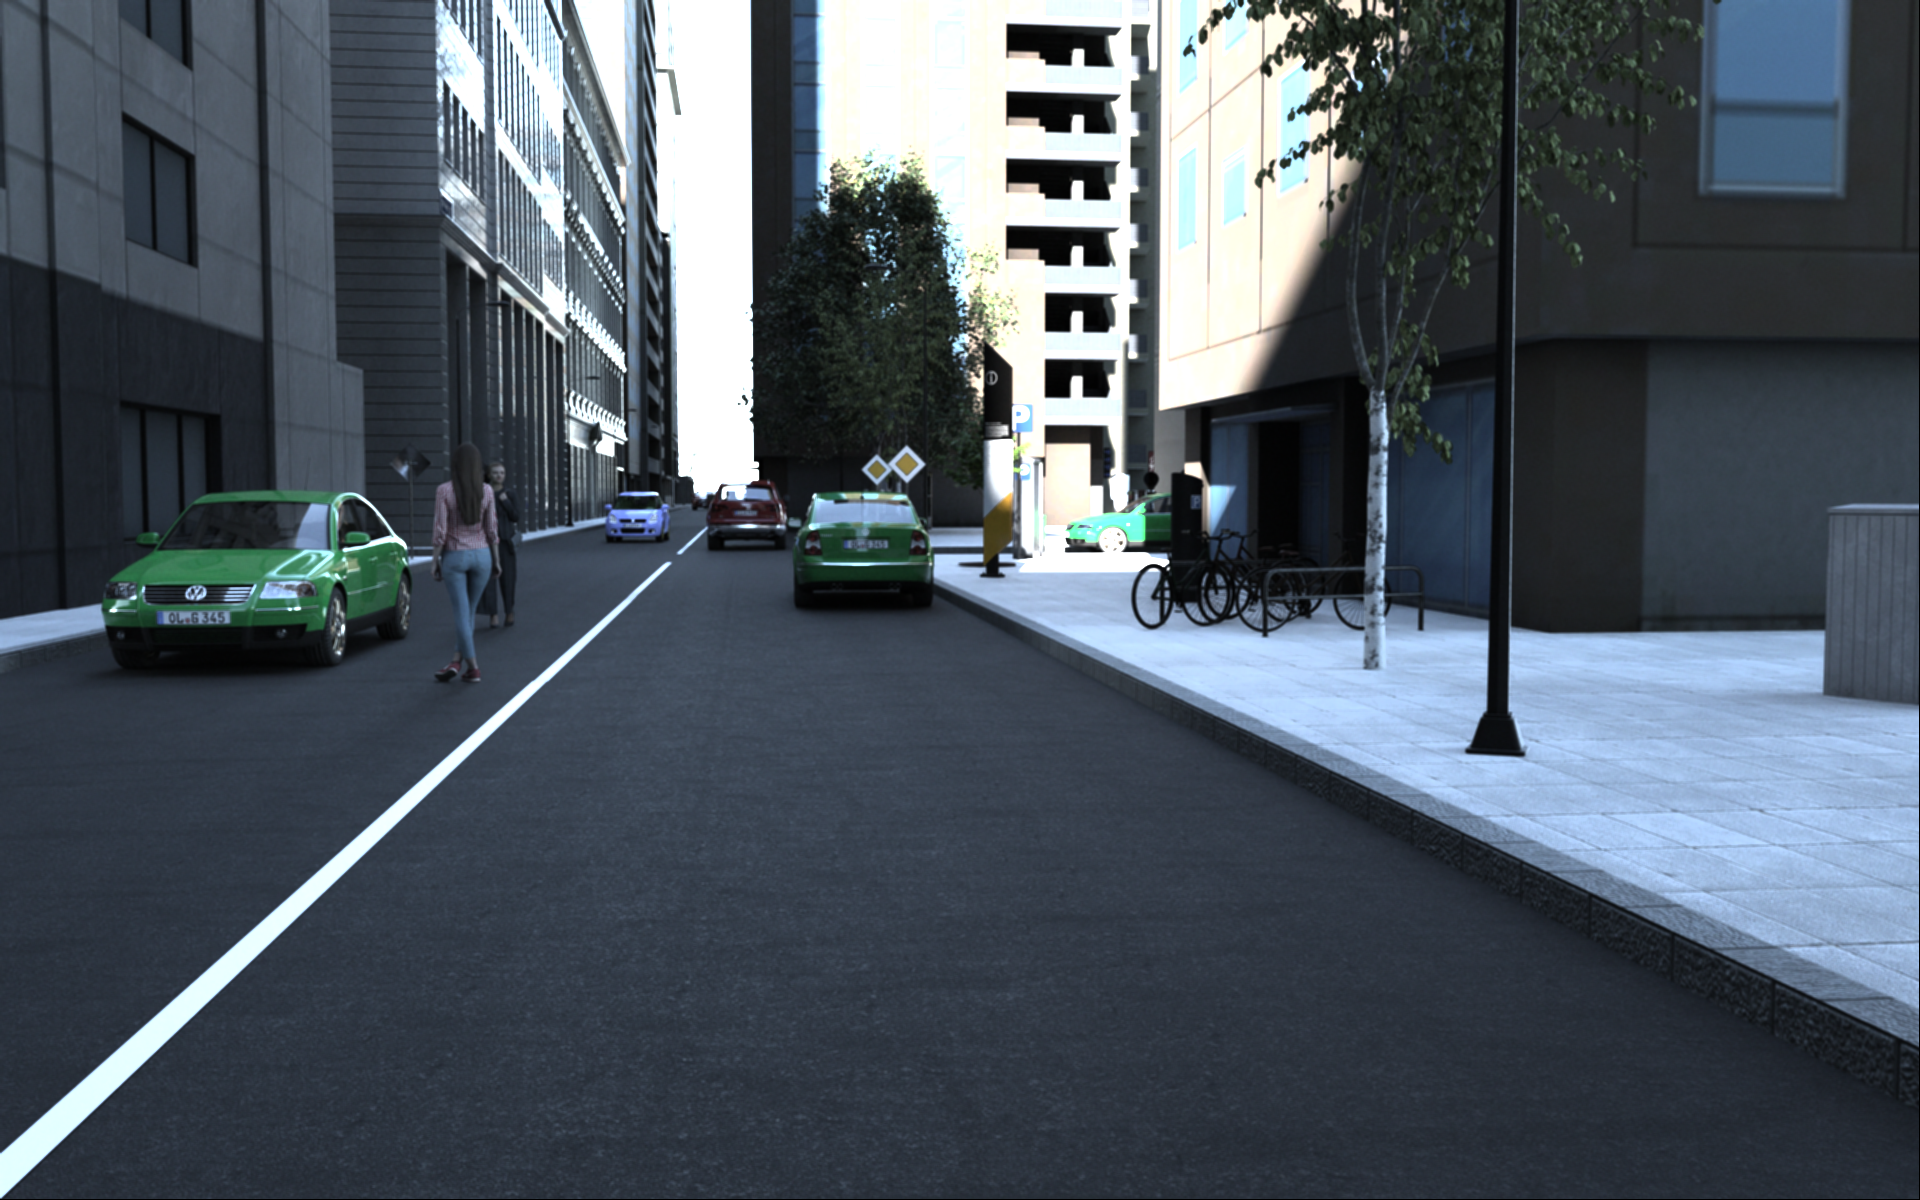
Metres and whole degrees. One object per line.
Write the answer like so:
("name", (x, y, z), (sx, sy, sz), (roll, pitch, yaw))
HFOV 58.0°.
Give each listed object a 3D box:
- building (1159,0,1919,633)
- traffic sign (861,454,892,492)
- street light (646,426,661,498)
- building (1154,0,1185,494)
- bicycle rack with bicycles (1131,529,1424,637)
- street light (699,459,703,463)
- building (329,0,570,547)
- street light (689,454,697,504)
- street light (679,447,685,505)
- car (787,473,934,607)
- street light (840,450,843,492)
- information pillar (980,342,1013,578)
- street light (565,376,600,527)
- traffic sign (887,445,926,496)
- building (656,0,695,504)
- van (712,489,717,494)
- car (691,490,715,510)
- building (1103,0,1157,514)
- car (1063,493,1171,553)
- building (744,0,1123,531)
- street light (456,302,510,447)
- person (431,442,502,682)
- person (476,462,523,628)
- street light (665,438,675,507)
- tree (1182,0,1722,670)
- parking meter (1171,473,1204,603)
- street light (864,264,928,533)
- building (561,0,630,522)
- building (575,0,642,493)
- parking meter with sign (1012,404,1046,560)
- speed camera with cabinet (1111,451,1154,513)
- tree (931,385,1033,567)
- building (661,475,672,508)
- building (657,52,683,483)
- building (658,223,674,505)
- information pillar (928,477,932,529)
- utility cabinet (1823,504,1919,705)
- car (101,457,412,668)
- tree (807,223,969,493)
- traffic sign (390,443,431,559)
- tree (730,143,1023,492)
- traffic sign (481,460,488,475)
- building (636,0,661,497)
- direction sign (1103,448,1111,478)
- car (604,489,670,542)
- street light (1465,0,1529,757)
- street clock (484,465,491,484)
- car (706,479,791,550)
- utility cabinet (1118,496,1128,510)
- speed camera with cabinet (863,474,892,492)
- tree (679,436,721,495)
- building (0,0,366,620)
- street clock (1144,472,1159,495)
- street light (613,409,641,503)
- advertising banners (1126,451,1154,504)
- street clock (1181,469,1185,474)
("building", (11.110, -22.747, 22.024), (14.600, 45.320, 14.200), (0, 4, -7))
("traffic sign", (-2.073, -2.420, 43.203), (0.795, 2.450, 0.064), (0, 4, -7))
("street light", (-21.190, -8.885, 117.812), (1.470, 5.913, 1.316), (0, 4, -7))
("building", (17.755, -26.464, 56.391), (21.600, 48.544, 21.300), (0, 4, -7))
("bicycle rack with bicycles", (2.967, -0.206, 16.747), (2.925, 0.926, 2.852), (-2, 4, -24))
("street light", (-34.795, -15.554, 226.852), (1.470, 5.913, 1.316), (0, 4, -7))
("building", (-19.600, -16.965, 54.878), (11.434, 29.767, 29.804), (0, 4, -7))
("street light", (-31.465, -13.946, 200.558), (1.470, 5.913, 1.316), (0, 4, -7))
("street light", (-27.747, -12.104, 170.440), (1.470, 5.913, 1.316), (0, 4, -7))
("car", (-1.367, -0.898, 23.477), (1.959, 1.807, 4.718), (0, 4, -5))
("street light", (-4.986, -5.652, 64.956), (1.470, 5.913, 1.316), (0, 4, -7))
("information pillar", (0.571, -2.155, 26.585), (0.504, 3.616, 0.183), (2, 4, 32))
("street light", (-14.891, -5.860, 68.350), (1.470, 5.913, 1.316), (0, 4, -7))
("traffic sign", (-1.084, -1.935, 35.279), (0.795, 2.450, 0.064), (0, 4, -7))
("building", (-49.884, -49.963, 255.152), (20.563, 71.187, 20.611), (0, 4, -7))
("van", (-24.809, -10.193, 173.672), (2.013, 2.044, 4.112), (0, 4, -6))
("car", (-23.119, -9.047, 156.592), (2.281, 1.827, 5.304), (0, 4, -6))
("building", (0.484, -27.494, 104.157), (22.147, 44.769, 28.867), (0, 4, -7))
("car", (4.825, -2.000, 41.498), (4.718, 1.807, 1.959), (-1, 4, -8))
("building", (-1.724, -25.772, 71.478), (14.600, 45.320, 14.200), (0, 4, -7))
("street light", (-11.544, -4.240, 41.863), (1.470, 5.913, 1.316), (0, 4, -7))
("person", (-3.761, -0.289, 13.237), (0.388, 1.821, 0.555), (3, 5, 45))
("person", (-5.017, -0.598, 18.692), (0.576, 1.772, 0.534), (-1, 4, -21))
("street light", (-24.415, -10.494, 144.119), (1.470, 5.913, 1.316), (0, 4, -7))
("tree", (3.280, -3.797, 12.441), (4.737, 8.622, 4.395), (0, 3, 0))
("parking meter", (2.697, -0.746, 20.610), (0.372, 1.533, 0.369), (0, 3, 0))
("street light", (-1.245, -3.833, 35.210), (1.470, 5.913, 1.316), (0, 4, -7))
("building", (-27.172, -19.248, 91.116), (17.030, 29.872, 44.131), (0, 4, -7))
("building", (-30.091, -28.862, 121.997), (14.600, 45.320, 14.200), (0, 4, -7))
("parking meter with sign", (1.345, -2.335, 34.436), (0.543, 3.016, 1.738), (1, 4, 14))
("speed camera with cabinet", (7.938, -5.204, 79.426), (2.038, 3.252, 0.660), (3, 4, 36))
("tree", (0.474, -2.223, 30.949), (1.663, 3.219, 1.824), (0, 3, 0))
("building", (-43.653, -28.749, 161.931), (32.217, 40.220, 23.993), (0, 4, -7))
("building", (-48.366, -37.990, 210.373), (28.713, 52.752, 27.495), (0, 4, -7))
("building", (-37.605, -25.103, 182.142), (14.160, 30.474, 14.107), (0, 4, -7))
("information pillar", (-1.177, -3.565, 62.783), (0.304, 2.012, 0.304), (0, 4, 3))
("utility cabinet", (5.879, 0.031, 10.654), (0.306, 1.237, 1.020), (-2, 4, -32))
("car", (-6.220, -0.423, 15.718), (1.959, 1.807, 4.718), (0, 4, -7))
("tree", (-1.883, -5.868, 46.312), (4.737, 8.622, 4.395), (0, 3, 0))
("traffic sign", (-10.806, -1.862, 34.090), (0.795, 2.450, 0.064), (0, 4, -7))
("tree", (-2.778, -8.543, 56.685), (9.611, 12.733, 9.660), (0, 3, 0))
("traffic sign", (-11.795, -2.347, 42.014), (0.795, 2.450, 0.064), (0, 4, -7))
("building", (-35.565, -31.535, 139.298), (21.300, 48.544, 21.600), (0, 4, -7))
("direction sign", (6.937, -5.679, 84.847), (0.876, 3.537, 0.379), (0, 4, 2))
("car", (-9.780, -2.633, 52.638), (1.945, 1.707, 3.694), (0, 4, -5))
("street light", (2.140, -2.193, 8.392), (1.470, 5.913, 1.316), (0, 4, -7))
("street clock", (-11.830, -2.358, 43.123), (0.358, 2.002, 0.471), (0, 4, -3))
("car", (-5.644, -2.296, 46.210), (2.281, 1.827, 5.304), (0, 4, -5))
("utility cabinet", (7.135, -3.886, 74.694), (0.306, 1.237, 1.020), (2, 4, 27))
("speed camera with cabinet", (-3.047, -4.279, 64.299), (0.660, 3.252, 2.038), (1, 4, 13))
("tree", (-41.735, -20.684, 272.598), (8.767, 10.594, 7.601), (0, 4, -6))
("building", (-20.693, -35.624, 20.698), (20.611, 71.187, 20.563), (0, 4, -7))
("street clock", (6.203, -3.160, 56.232), (0.471, 2.002, 0.358), (1, 4, 12))
("street light", (-18.324, -7.467, 94.631), (1.470, 5.913, 1.316), (0, 4, -7))
("advertising banners", (7.449, -4.587, 71.192), (0.090, 3.025, 2.074), (-2, 4, -28))
("street clock", (6.523, -2.749, 49.512), (0.471, 2.002, 0.358), (-1, 4, -13))
